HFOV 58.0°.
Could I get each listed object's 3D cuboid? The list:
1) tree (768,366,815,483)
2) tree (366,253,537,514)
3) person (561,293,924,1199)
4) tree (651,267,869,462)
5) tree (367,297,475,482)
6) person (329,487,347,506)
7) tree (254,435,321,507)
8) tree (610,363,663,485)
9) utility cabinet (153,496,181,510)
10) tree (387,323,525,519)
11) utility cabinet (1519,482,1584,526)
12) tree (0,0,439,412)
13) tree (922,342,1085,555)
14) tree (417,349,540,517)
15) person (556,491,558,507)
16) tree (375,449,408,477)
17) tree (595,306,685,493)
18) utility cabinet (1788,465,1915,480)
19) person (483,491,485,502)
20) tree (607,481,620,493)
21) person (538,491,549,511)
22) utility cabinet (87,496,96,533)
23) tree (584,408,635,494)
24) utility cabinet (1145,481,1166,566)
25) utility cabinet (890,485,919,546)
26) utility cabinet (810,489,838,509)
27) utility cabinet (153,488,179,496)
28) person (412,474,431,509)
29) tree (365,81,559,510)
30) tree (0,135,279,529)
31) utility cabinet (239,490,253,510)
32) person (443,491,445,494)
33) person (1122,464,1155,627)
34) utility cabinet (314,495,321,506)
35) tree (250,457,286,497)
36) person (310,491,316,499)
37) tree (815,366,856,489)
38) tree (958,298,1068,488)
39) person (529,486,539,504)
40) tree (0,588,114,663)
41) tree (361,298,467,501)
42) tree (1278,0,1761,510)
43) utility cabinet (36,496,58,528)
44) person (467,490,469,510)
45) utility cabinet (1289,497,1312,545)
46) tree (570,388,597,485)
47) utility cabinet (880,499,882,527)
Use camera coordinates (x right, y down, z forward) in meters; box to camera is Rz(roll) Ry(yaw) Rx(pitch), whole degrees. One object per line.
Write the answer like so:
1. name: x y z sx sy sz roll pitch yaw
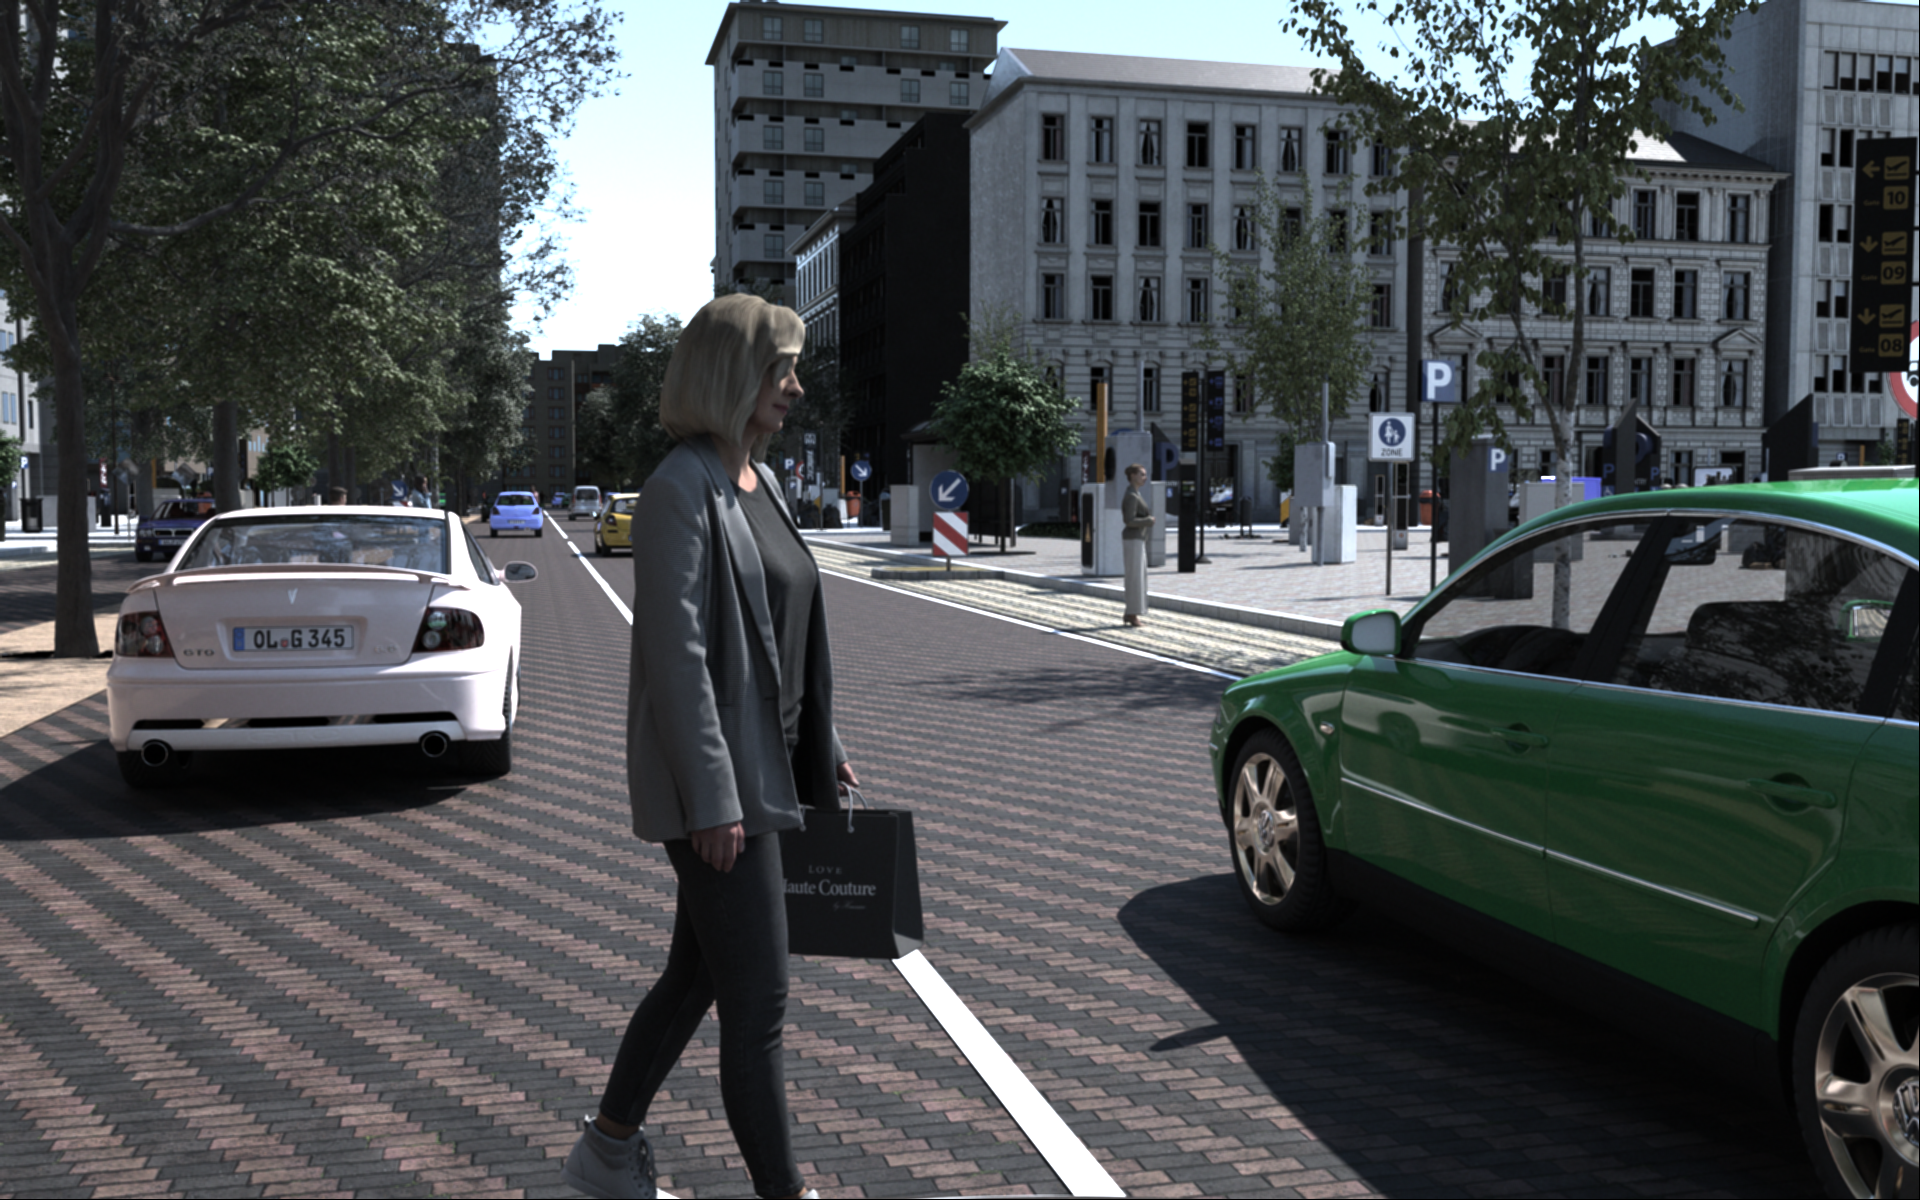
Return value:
1. tree: -9.336 -7.789 77.717 4.360 8.622 3.978 0 3 0
2. tree: -26.279 -10.990 88.802 9.857 13.997 8.962 0 3 0
3. person: -0.425 0.328 3.316 0.728 1.800 0.709 1 4 18
4. tree: -7.934 -8.342 70.801 8.767 10.594 7.601 -1 4 -16
5. tree: -19.523 -6.701 62.374 4.360 8.622 3.978 0 3 0
6. person: -7.082 -0.518 19.567 0.503 1.515 0.523 -3 4 -38
7. tree: -36.429 -6.732 93.780 4.285 4.588 4.351 0 3 0
8. tree: -26.534 -14.132 149.184 7.486 12.596 7.792 0 3 0
9. utility cabinet: -29.922 -3.311 65.304 1.020 1.237 0.306 0 4 -1
10. tree: -28.686 -10.448 99.030 9.928 11.665 9.643 0 3 0
11. utility cabinet: 11.280 -1.492 33.072 1.173 1.500 0.318 -1 4 -9
12. tree: -10.386 -6.332 24.111 7.486 12.596 7.792 0 3 0
13. tree: 0.853 -3.269 37.157 4.285 4.588 4.351 0 3 0
14. tree: -31.263 -11.562 108.509 9.611 12.733 9.660 0 3 0
15. person: -44.641 -11.164 191.588 0.434 1.755 0.990 0 4 -1
16. tree: -59.857 -15.363 185.591 8.767 10.594 7.601 2 4 26
17. tree: -19.430 -12.866 117.010 9.857 13.997 8.962 0 3 0
18. utility cabinet: 7.069 -0.310 13.751 0.318 1.500 1.173 -1 4 -12
19. person: -53.374 -11.374 194.405 0.705 1.831 1.348 0 4 -7
20. tree: -41.286 -12.977 206.768 1.663 3.219 1.824 0 3 0
21. person: -36.392 -8.659 150.903 1.217 1.723 0.721 0 4 3
22. utility cabinet: -28.759 -2.816 57.206 0.306 1.237 1.020 -2 4 -34
23. tree: -33.526 -14.544 172.199 8.767 10.594 7.601 1 4 22
24. utility cabinet: 3.215 -1.354 30.819 0.318 1.500 1.173 -2 4 -25
25. utility cabinet: -1.348 -2.065 42.444 0.318 1.500 1.173 -2 4 -23
26. utility cabinet: -5.526 -3.768 70.279 1.173 1.500 0.318 -3 4 -39
27. utility cabinet: -30.657 -3.543 66.607 1.173 1.500 0.318 -1 4 -20
28. person: -9.810 -1.389 31.476 0.793 1.790 0.793 3 5 42
29. tree: -24.634 -13.351 76.641 12.611 20.169 13.585 0 3 0
30. tree: -29.210 -9.504 62.054 9.857 13.997 8.962 0 3 0
31. utility cabinet: -44.125 -5.983 106.501 1.173 1.500 0.318 -2 4 -35
32. person: -48.877 -9.501 164.363 0.617 1.759 0.750 1 4 22
33. person: 1.914 -0.583 18.584 0.362 1.759 0.519 0 4 6
34. utility cabinet: -45.168 -6.762 121.719 0.306 1.237 1.020 -1 4 -9
35. tree: -35.975 -5.848 90.218 1.663 3.219 1.824 0 3 0
36. person: -76.055 -11.911 203.950 0.721 1.736 1.217 1 4 17
37. tree: -7.470 -8.866 95.322 4.360 8.622 3.978 0 3 0
38. tree: 1.741 -7.021 65.155 4.737 8.622 4.395 0 3 0
39. person: -19.769 -4.383 80.179 0.555 1.821 0.388 -2 4 -30
40. tree: -7.672 -6.226 14.627 12.009 13.543 11.850 0 3 0
41. tree: -18.587 -6.422 57.825 4.737 8.622 4.395 0 3 0
42. tree: 5.183 -3.977 15.392 4.737 8.622 4.395 0 3 0
43. utility cabinet: -34.943 -3.393 66.636 1.020 1.237 0.306 -3 5 -43
44. person: -44.595 -9.046 156.533 0.705 1.807 1.348 0 4 7
45. utility cabinet: 8.834 -2.005 43.941 0.306 1.237 1.020 -3 5 -42
46. tree: -39.934 -17.849 198.488 9.857 13.997 8.962 0 3 0
47. utility cabinet: -2.794 -3.429 67.234 0.306 1.237 1.020 1 4 19
